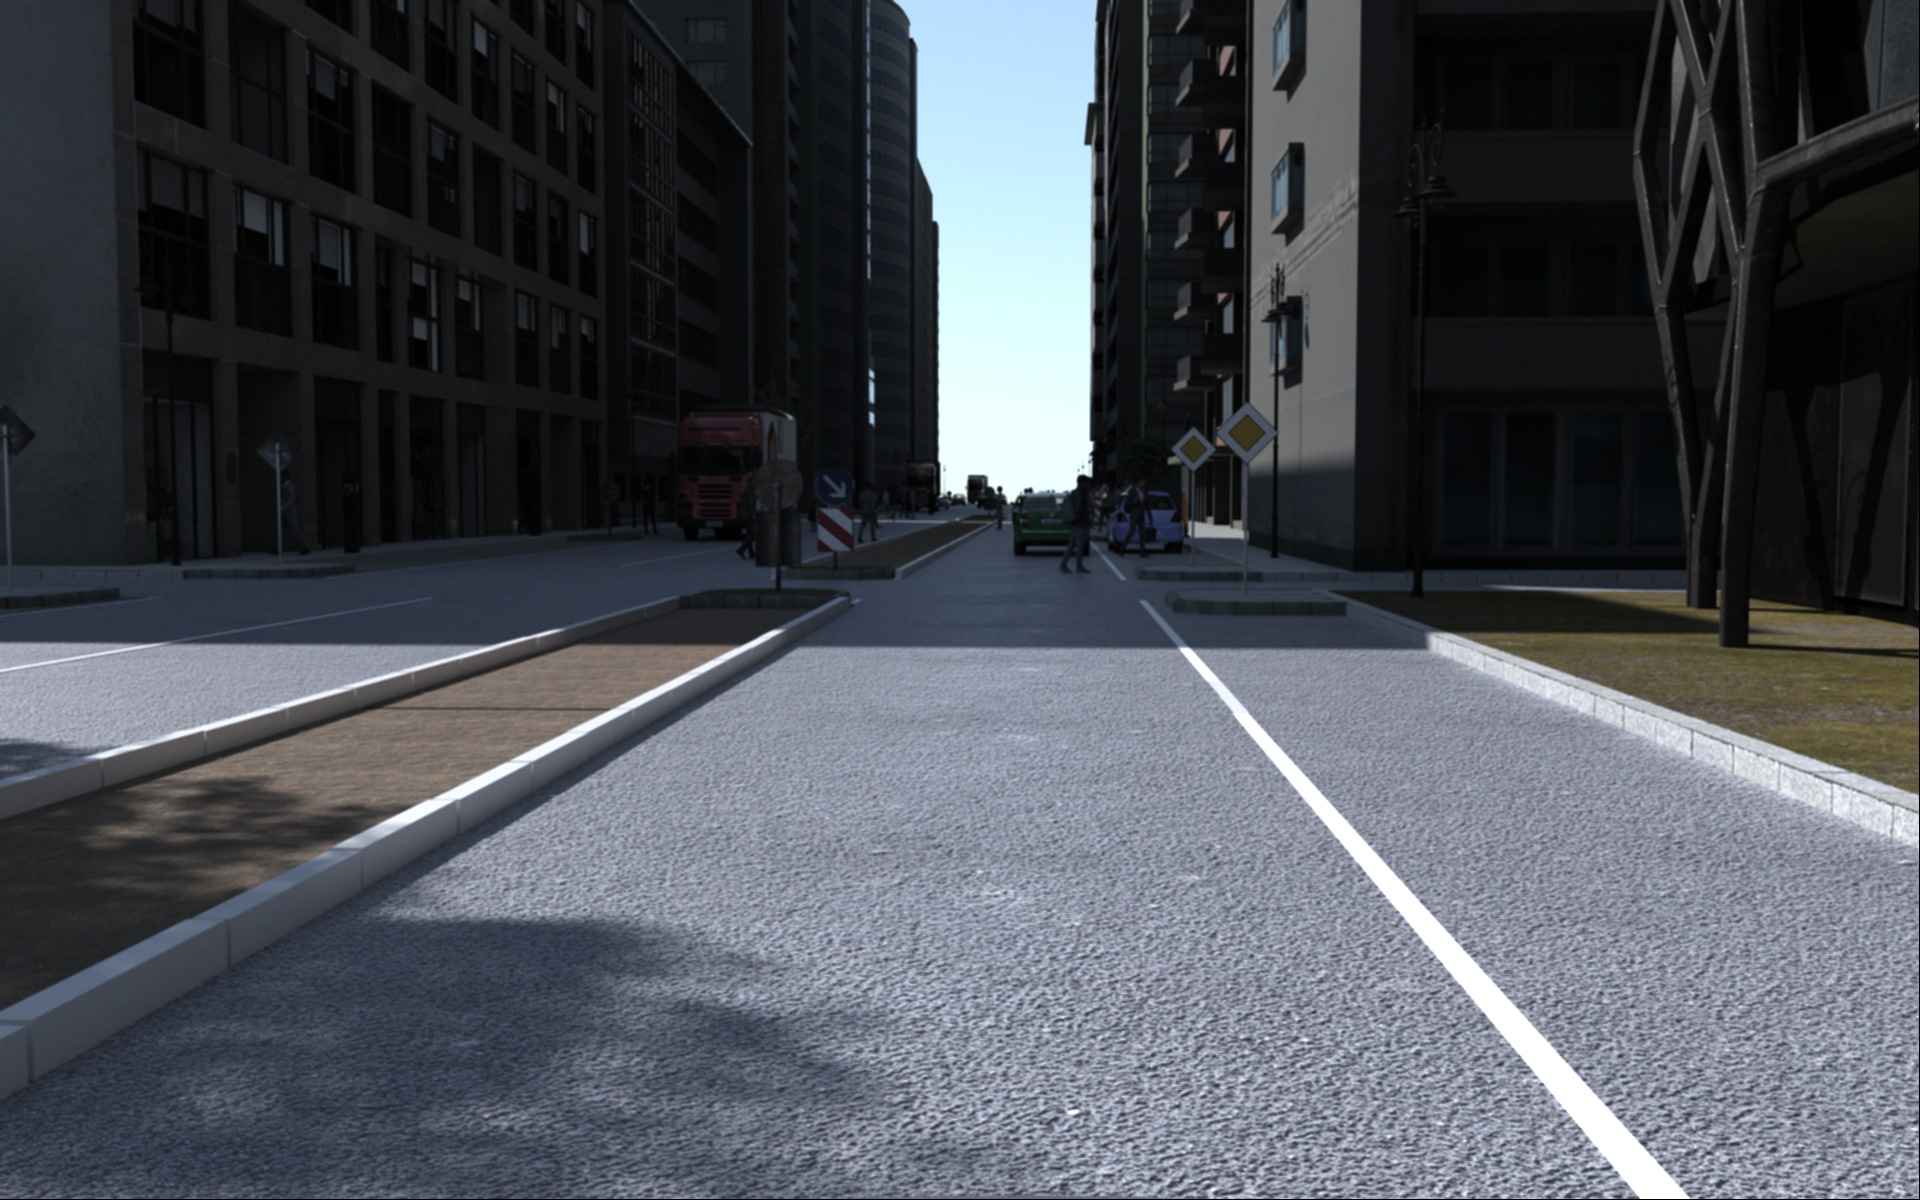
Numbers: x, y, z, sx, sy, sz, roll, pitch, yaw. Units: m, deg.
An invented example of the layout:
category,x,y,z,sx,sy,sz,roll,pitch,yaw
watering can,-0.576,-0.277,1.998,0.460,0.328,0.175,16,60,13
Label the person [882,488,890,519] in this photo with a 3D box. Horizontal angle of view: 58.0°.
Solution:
category,x,y,z,sx,sy,sz,roll,pitch,yaw
person,-4.211,-5.538,99.317,0.793,1.790,0.793,-1,4,-13

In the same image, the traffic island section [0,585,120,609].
category,x,y,z,sx,sy,sz,roll,pitch,yaw
traffic island section,-12.474,-0.026,22.711,2.009,0.180,2.903,0,4,3

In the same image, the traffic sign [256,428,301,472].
category,x,y,z,sx,sy,sz,roll,pitch,yaw
traffic sign,-12.043,-1.739,30.617,0.795,2.593,0.064,0,4,3

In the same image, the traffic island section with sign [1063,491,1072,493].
category,x,y,z,sx,sy,sz,roll,pitch,yaw
traffic island section with sign,8.806,-7.385,129.370,1.989,1.847,2.006,0,4,3

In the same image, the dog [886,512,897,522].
category,x,y,z,sx,sy,sz,roll,pitch,yaw
dog,-3.543,-4.293,89.480,0.540,0.507,0.406,0,4,-7

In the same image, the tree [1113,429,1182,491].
category,x,y,z,sx,sy,sz,roll,pitch,yaw
tree,9.233,-6.266,86.165,4.285,4.588,4.351,0,3,0

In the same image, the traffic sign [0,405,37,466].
category,x,y,z,sx,sy,sz,roll,pitch,yaw
traffic sign,-12.450,-1.251,22.642,0.795,2.593,0.064,0,4,3

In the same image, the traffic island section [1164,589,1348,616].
category,x,y,z,sx,sy,sz,roll,pitch,yaw
traffic island section,3.647,0.024,21.887,2.009,0.180,2.903,0,4,3

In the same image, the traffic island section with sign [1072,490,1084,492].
category,x,y,z,sx,sy,sz,roll,pitch,yaw
traffic island section with sign,6.271,-4.345,79.669,1.989,1.847,2.006,0,4,3

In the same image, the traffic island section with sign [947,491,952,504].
category,x,y,z,sx,sy,sz,roll,pitch,yaw
traffic island section with sign,-1.427,-14.113,239.369,1.989,1.847,2.006,0,4,3

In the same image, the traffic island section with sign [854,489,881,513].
category,x,y,z,sx,sy,sz,roll,pitch,yaw
traffic island section with sign,-6.981,-7.451,130.455,1.989,1.847,2.006,0,4,3

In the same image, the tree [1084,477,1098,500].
category,x,y,z,sx,sy,sz,roll,pitch,yaw
tree,14.354,-12.009,190.952,1.663,3.219,1.824,0,3,0

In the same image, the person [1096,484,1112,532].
category,x,y,z,sx,sy,sz,roll,pitch,yaw
person,5.505,-3.481,65.593,0.526,1.800,0.537,-3,5,-41

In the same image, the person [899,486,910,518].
category,x,y,z,sx,sy,sz,roll,pitch,yaw
person,-3.284,-5.836,103.283,0.648,1.900,0.474,0,4,6

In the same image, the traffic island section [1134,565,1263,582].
category,x,y,z,sx,sy,sz,roll,pitch,yaw
traffic island section,4.053,-0.464,29.862,2.009,0.180,2.903,0,4,3

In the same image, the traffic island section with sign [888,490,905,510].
category,x,y,z,sx,sy,sz,roll,pitch,yaw
traffic island section with sign,-5.607,-9.108,157.538,1.989,1.847,2.006,0,4,3

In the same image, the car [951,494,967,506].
category,x,y,z,sx,sy,sz,roll,pitch,yaw
car,-0.145,-12.363,212.364,2.015,1.641,3.980,0,4,4

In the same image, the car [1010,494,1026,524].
category,x,y,z,sx,sy,sz,roll,pitch,yaw
car,3.429,-4.538,83.989,2.009,1.686,4.222,0,4,3

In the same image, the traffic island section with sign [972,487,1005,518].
category,x,y,z,sx,sy,sz,roll,pitch,yaw
traffic island section with sign,1.747,-5.917,104.875,2.006,1.907,1.989,0,4,3

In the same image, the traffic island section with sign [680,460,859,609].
category,x,y,z,sx,sy,sz,roll,pitch,yaw
traffic island section with sign,-2.456,-0.875,22.436,2.006,1.907,1.989,0,4,3

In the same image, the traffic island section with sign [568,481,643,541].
category,x,y,z,sx,sy,sz,roll,pitch,yaw
traffic island section with sign,-10.910,-2.748,53.562,1.989,1.847,2.006,0,4,3

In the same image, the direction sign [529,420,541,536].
category,x,y,z,sx,sy,sz,roll,pitch,yaw
direction sign,-13.113,-3.750,53.308,0.379,3.537,0.876,0,4,0

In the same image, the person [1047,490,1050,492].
category,x,y,z,sx,sy,sz,roll,pitch,yaw
person,6.700,-7.352,129.523,1.217,1.723,0.721,3,5,44

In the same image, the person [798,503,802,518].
category,x,y,z,sx,sy,sz,roll,pitch,yaw
person,-9.012,-5.278,95.275,0.515,1.767,0.782,-1,4,-15

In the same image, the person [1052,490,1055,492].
category,x,y,z,sx,sy,sz,roll,pitch,yaw
person,6.920,-7.229,127.422,1.217,1.735,0.721,-2,4,-26

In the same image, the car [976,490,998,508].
category,x,y,z,sx,sy,sz,roll,pitch,yaw
car,2.794,-10.246,176.197,2.281,1.827,5.304,0,4,2

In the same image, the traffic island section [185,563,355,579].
category,x,y,z,sx,sy,sz,roll,pitch,yaw
traffic island section,-12.067,-0.514,30.686,2.009,0.180,2.903,0,4,3

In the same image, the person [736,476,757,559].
category,x,y,z,sx,sy,sz,roll,pitch,yaw
person,-4.631,-1.819,38.153,0.656,1.842,0.836,2,4,31

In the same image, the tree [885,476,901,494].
category,x,y,z,sx,sy,sz,roll,pitch,yaw
tree,-7.288,-11.525,183.032,1.663,3.219,1.824,0,3,0

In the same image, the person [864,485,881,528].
category,x,y,z,sx,sy,sz,roll,pitch,yaw
person,-3.629,-3.875,71.949,0.778,1.811,0.616,0,4,5

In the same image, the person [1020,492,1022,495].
category,x,y,z,sx,sy,sz,roll,pitch,yaw
person,8.342,-14.035,238.688,0.721,1.735,1.217,-3,4,-36

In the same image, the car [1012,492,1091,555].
category,x,y,z,sx,sy,sz,roll,pitch,yaw
car,2.216,-2.026,41.916,1.959,1.807,4.718,0,4,3

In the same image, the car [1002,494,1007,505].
category,x,y,z,sx,sy,sz,roll,pitch,yaw
car,5.074,-13.093,222.861,1.959,1.807,4.718,0,4,5

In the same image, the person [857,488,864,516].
category,x,y,z,sx,sy,sz,roll,pitch,yaw
person,-6.333,-6.340,112.240,0.705,1.814,1.350,-2,4,-26

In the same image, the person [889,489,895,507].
category,x,y,z,sx,sy,sz,roll,pitch,yaw
person,-6.837,-10.275,174.492,0.568,1.767,0.683,1,4,20

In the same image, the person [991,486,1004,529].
category,x,y,z,sx,sy,sz,roll,pitch,yaw
person,1.523,-3.777,70.821,0.524,1.755,0.480,-1,4,-15

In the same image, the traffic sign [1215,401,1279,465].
category,x,y,z,sx,sy,sz,roll,pitch,yaw
traffic sign,3.623,-1.200,21.806,0.795,2.593,0.064,0,4,3

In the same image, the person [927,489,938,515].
category,x,y,z,sx,sy,sz,roll,pitch,yaw
person,-2.002,-6.881,121.148,0.705,1.807,1.348,2,4,32

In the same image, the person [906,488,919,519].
category,x,y,z,sx,sy,sz,roll,pitch,yaw
person,-2.689,-5.626,100.599,0.853,1.813,0.709,-2,4,-24

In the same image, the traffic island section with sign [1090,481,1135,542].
category,x,y,z,sx,sy,sz,roll,pitch,yaw
traffic island section with sign,4.894,-2.699,52.749,1.989,1.847,2.006,0,4,3

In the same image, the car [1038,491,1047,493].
category,x,y,z,sx,sy,sz,roll,pitch,yaw
car,10.109,-12.200,208.141,2.281,1.827,5.304,0,4,1

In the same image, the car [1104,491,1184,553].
category,x,y,z,sx,sy,sz,roll,pitch,yaw
car,4.594,-2.059,43.252,1.945,1.707,3.694,0,4,1

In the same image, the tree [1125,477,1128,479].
category,x,y,z,sx,sy,sz,roll,pitch,yaw
tree,11.065,-6.955,108.310,1.663,3.219,1.824,0,3,0

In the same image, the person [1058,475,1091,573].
category,x,y,z,sx,sy,sz,roll,pitch,yaw
person,2.133,-1.373,31.292,0.721,1.781,0.623,-1,4,-21

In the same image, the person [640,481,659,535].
category,x,y,z,sx,sy,sz,roll,pitch,yaw
person,-10.921,-3.247,60.956,0.648,1.900,0.474,2,4,28

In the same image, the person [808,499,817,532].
category,x,y,z,sx,sy,sz,roll,pitch,yaw
person,-5.546,-3.172,65.027,0.362,1.253,0.373,-2,4,-31

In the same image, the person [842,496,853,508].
category,x,y,z,sx,sy,sz,roll,pitch,yaw
person,-4.438,-3.598,67.346,0.620,1.820,0.660,-3,5,-41

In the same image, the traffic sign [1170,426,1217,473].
category,x,y,z,sx,sy,sz,roll,pitch,yaw
traffic sign,4.029,-1.687,29.780,0.795,2.593,0.064,0,4,3

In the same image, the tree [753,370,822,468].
category,x,y,z,sx,sy,sz,roll,pitch,yaw
tree,-10.559,-9.402,104.083,4.737,8.622,4.395,0,3,0

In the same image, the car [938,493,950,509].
category,x,y,z,sx,sy,sz,roll,pitch,yaw
car,-1.952,-9.601,166.562,1.945,1.707,3.694,0,4,2

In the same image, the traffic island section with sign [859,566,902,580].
category,x,y,z,sx,sy,sz,roll,pitch,yaw
traffic island section with sign,-2.069,-1.327,29.833,2.006,1.907,1.989,0,4,3

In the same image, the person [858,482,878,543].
category,x,y,z,sx,sy,sz,roll,pitch,yaw
person,-2.743,-2.593,51.176,0.678,1.792,0.850,2,4,29

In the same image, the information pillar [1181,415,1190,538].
category,x,y,z,sx,sy,sz,roll,pitch,yaw
information pillar,6.638,-3.648,50.994,0.183,3.616,0.504,2,4,24
